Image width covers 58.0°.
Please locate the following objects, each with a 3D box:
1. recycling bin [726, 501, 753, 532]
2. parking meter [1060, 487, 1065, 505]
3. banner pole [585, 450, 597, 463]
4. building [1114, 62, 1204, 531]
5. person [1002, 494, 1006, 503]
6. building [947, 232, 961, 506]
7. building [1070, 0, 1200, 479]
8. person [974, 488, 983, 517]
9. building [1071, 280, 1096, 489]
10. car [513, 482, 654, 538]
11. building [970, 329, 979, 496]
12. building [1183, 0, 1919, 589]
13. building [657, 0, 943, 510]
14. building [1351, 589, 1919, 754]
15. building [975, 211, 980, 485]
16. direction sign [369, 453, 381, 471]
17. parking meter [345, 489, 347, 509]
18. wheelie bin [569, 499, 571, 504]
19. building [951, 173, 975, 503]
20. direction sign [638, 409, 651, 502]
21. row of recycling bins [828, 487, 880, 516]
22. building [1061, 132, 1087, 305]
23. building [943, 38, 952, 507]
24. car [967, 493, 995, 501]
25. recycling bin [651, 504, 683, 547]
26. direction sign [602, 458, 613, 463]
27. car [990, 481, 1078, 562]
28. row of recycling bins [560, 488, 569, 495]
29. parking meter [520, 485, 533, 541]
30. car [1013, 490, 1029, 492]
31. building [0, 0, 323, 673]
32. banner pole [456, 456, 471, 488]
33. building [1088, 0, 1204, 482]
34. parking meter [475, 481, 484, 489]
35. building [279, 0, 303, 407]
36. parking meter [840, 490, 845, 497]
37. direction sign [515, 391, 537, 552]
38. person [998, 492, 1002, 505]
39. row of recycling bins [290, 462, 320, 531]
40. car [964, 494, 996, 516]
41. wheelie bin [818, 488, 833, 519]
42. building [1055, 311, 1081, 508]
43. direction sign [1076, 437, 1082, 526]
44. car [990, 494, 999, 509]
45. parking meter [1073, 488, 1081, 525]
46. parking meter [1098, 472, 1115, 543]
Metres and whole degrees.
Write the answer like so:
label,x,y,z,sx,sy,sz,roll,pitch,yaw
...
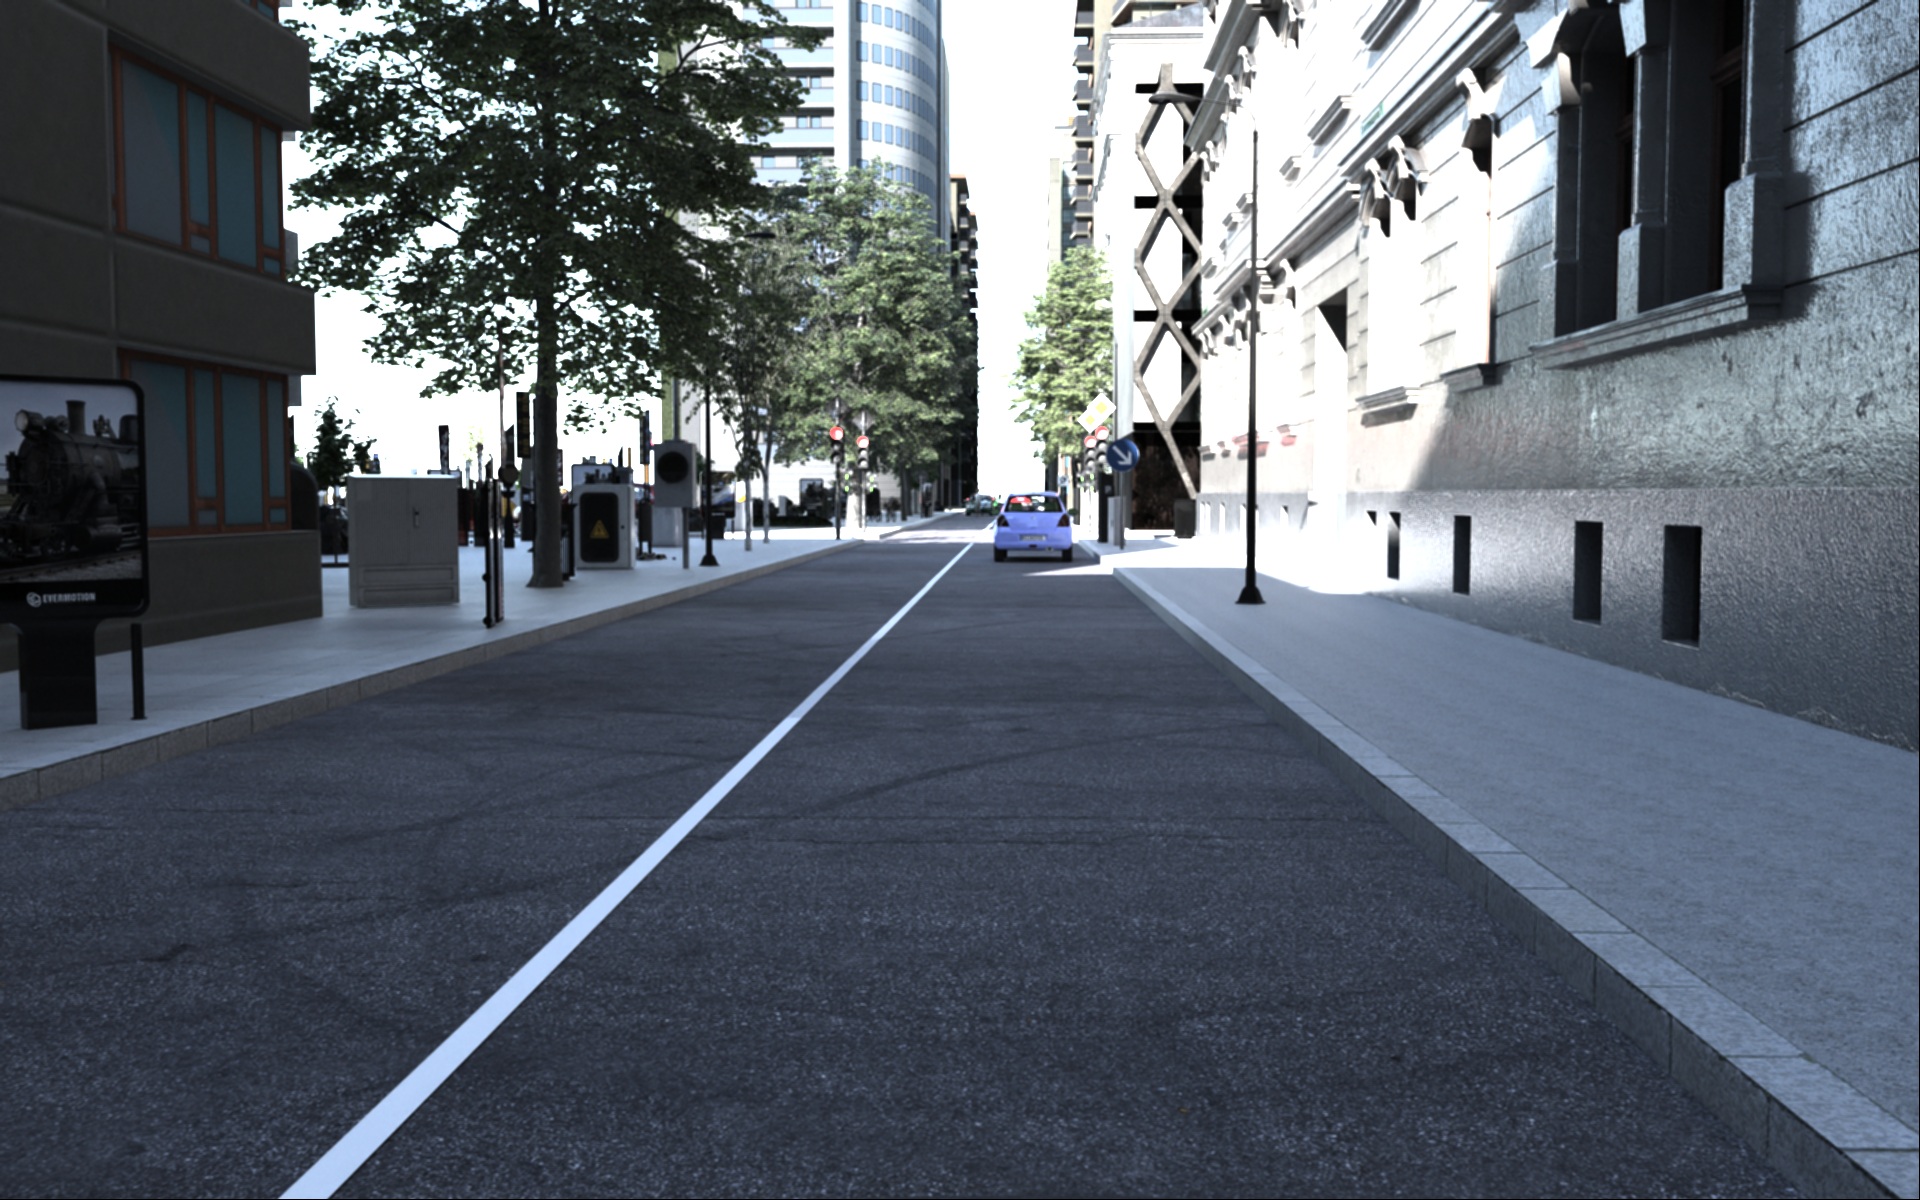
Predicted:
label,x,y,z,sx,sy,sz,roll,pitch,yaw
recycling bin,-7.515,-2.837,58.941,0.722,1.027,0.722,-2,4,-27
parking meter,6.782,-6.601,113.629,0.399,1.863,0.255,-2,4,-31
banner pole,-20.816,-6.573,97.486,0.863,3.779,0.401,-2,4,-27
building,14.582,-12.090,65.124,16.811,18.784,16.820,0,4,2
person,6.985,-15.945,272.457,1.065,1.426,0.557,3,5,43
building,-7.143,-26.066,197.886,14.160,30.474,14.107,0,4,2
building,20.610,-30.117,147.030,22.147,44.769,28.867,0,4,2
person,1.178,-6.077,108.092,0.641,1.798,0.478,0,4,-5
building,16.237,-15.572,122.048,16.820,18.784,16.811,0,4,2
car,-11.272,-2.771,53.971,5.304,1.827,2.281,0,4,3
building,-4.200,-31.208,281.956,14.160,30.474,14.107,0,4,2
building,12.232,-15.145,35.009,14.401,28.519,23.554,0,4,2
building,-12.538,-36.947,146.078,21.231,58.520,28.212,0,4,2
building,11.084,-13.709,11.525,14.401,28.519,23.554,0,4,2
building,-8.289,-37.039,260.206,22.147,44.769,28.867,0,4,2
direction sign,-32.339,-6.310,95.165,0.876,3.537,0.379,-2,4,-24
parking meter,-47.103,-7.801,133.250,0.255,1.863,0.399,3,5,44
wheelie bin,-9.035,-2.090,42.081,0.980,1.594,0.693,0,4,-1
building,-9.794,-35.233,230.678,22.147,44.769,28.867,0,4,2
direction sign,-8.478,-3.340,46.605,0.379,3.537,0.876,-2,4,-29
row of recycling bins,-6.232,-5.806,102.045,3.534,1.692,1.069,-3,4,-37
building,18.502,-31.488,198.426,14.154,41.232,14.086,0,4,2
building,-8.106,-31.698,168.373,14.600,45.320,14.200,0,4,2
car,1.585,-7.340,129.050,2.155,1.783,4.494,0,4,3
recycling bin,-7.156,-1.809,42.124,0.722,1.027,0.722,1,4,9
direction sign,-21.911,-7.081,107.775,0.876,3.537,0.379,2,4,29
car,1.620,-1.732,37.904,1.945,1.707,3.694,0,4,3
row of recycling bins,-24.392,-6.403,111.796,3.534,1.692,1.069,1,4,19
parking meter,-11.829,-2.381,47.345,0.372,1.533,0.369,0,3,0
car,5.608,-9.146,158.204,2.281,1.827,5.304,0,4,3
building,-21.000,-9.694,3.538,27.650,21.520,28.899,0,4,2
banner pole,-32.308,-7.536,113.226,0.863,3.779,0.401,1,4,17
building,14.214,-19.053,97.415,13.634,28.700,20.117,0,4,2
parking meter,-21.574,-4.416,77.911,0.399,1.863,0.255,1,4,17
building,-31.746,-25.460,35.886,30.456,49.044,23.786,0,4,2
parking meter,-6.331,-5.153,92.667,0.372,1.533,0.369,0,3,0
direction sign,-9.405,-2.832,38.302,0.876,3.537,0.379,-3,5,-43
person,5.348,-13.606,231.876,0.541,1.710,0.530,-1,4,-16
row of recycling bins,-9.913,-0.908,21.957,3.534,1.692,1.069,0,4,-3
car,1.329,-6.324,115.201,2.131,1.459,4.920,0,4,2
wheelie bin,-6.878,-4.864,87.427,0.693,1.594,0.980,1,4,22
building,23.855,-20.326,177.369,27.650,21.520,28.899,0,4,2
direction sign,4.858,-4.729,69.311,0.379,3.537,0.876,0,4,5
car,2.511,-8.850,153.485,1.959,1.807,4.718,0,4,1
parking meter,4.824,-3.829,71.016,0.372,1.533,0.369,0,3,0
parking meter,3.860,-2.448,45.742,0.399,1.863,0.255,-2,4,-24
